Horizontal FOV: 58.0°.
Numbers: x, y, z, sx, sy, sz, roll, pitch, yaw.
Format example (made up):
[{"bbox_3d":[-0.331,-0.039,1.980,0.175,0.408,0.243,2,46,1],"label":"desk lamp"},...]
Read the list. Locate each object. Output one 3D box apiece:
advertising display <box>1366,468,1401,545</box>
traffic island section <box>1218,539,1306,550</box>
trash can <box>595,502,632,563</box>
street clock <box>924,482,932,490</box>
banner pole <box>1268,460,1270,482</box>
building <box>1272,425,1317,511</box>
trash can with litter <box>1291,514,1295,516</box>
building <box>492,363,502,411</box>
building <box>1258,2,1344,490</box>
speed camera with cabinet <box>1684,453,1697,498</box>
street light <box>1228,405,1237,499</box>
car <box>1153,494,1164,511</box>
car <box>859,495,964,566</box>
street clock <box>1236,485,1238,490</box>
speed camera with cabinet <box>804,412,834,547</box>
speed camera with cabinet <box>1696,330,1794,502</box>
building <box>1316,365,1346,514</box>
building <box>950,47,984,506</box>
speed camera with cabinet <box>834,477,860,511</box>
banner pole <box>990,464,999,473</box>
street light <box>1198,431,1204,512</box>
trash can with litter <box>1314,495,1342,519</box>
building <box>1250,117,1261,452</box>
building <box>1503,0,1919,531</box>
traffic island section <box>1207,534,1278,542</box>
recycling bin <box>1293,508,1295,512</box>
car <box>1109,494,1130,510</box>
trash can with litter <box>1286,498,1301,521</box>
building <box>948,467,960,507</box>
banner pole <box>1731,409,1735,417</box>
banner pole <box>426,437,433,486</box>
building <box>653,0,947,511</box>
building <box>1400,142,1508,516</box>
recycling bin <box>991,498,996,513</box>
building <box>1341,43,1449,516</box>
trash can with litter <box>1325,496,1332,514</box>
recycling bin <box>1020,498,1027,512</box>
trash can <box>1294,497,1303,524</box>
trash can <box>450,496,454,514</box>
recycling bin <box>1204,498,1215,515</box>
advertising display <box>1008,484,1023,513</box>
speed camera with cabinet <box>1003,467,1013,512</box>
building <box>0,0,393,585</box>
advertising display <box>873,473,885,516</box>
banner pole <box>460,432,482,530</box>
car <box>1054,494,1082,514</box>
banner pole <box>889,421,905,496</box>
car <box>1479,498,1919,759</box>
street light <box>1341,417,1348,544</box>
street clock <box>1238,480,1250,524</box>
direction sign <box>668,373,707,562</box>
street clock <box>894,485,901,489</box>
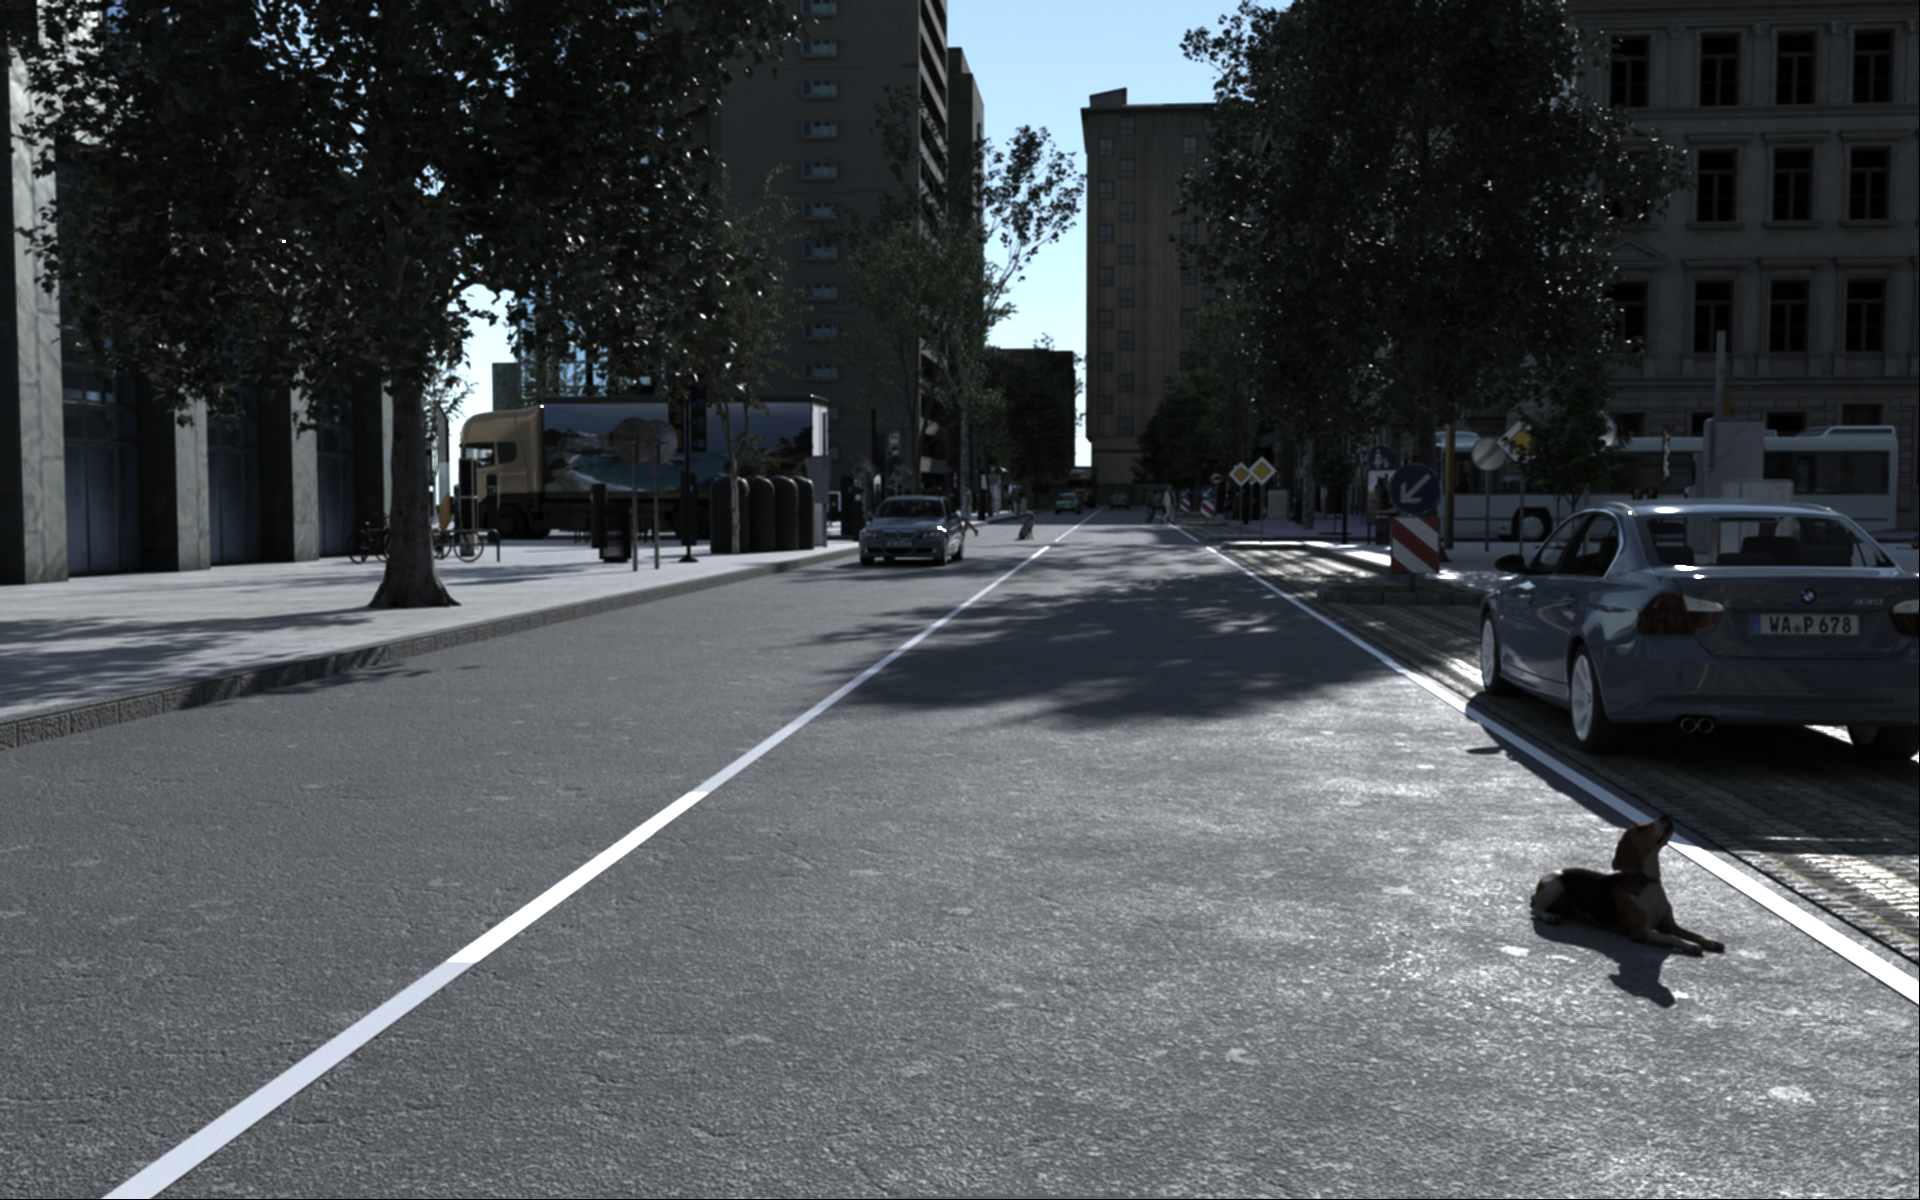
[{"bbox_3d":[10.658,-2.349,43.626,0.123,1.923,0.974,-3,5,-40],"label":"advertising display"},{"bbox_3d":[7.908,-1.412,45.369,2.009,0.180,2.903,0,4,5],"label":"traffic island section"},{"bbox_3d":[-6.494,-1.283,32.631,0.748,1.137,0.748,0,3,0],"label":"trash can"},{"bbox_3d":[-1.948,-6.115,104.553,0.471,2.002,0.358,-1,4,-9],"label":"street clock"},{"bbox_3d":[22.511,-8.320,126.050,0.401,3.779,0.863,1,4,15],"label":"banner pole"},{"bbox_3d":[41.224,-18.257,143.538,27.650,21.520,28.899,0,4,5],"label":"building"},{"bbox_3d":[19.271,-5.348,98.499,1.678,1.210,2.233,-1,4,-18],"label":"trash can with litter"},{"bbox_3d":[-34.932,-53.555,188.302,31.000,86.520,22.319,0,4,5],"label":"building"},{"bbox_3d":[40.675,-33.295,168.077,21.300,48.544,21.600,0,4,5],"label":"building"},{"bbox_3d":[15.942,-2.617,37.124,0.660,3.252,2.038,1,4,17],"label":"speed camera with cabinet"},{"bbox_3d":[14.224,-7.178,90.153,0.468,5.910,1.993,0,4,5],"label":"street light"},{"bbox_3d":[17.070,-8.387,145.925,1.959,1.807,4.718,0,4,6],"label":"car"},{"bbox_3d":[-0.950,-1.484,36.269,2.014,1.417,4.499,0,4,7],"label":"car"},{"bbox_3d":[16.880,-6.112,104.497,0.358,2.002,0.471,3,4,37],"label":"street clock"},{"bbox_3d":[-3.571,-2.953,42.614,0.660,3.252,2.038,-1,4,-9],"label":"speed camera with cabinet"},{"bbox_3d":[9.249,-1.591,20.342,0.660,3.252,2.038,1,4,12],"label":"speed camera with cabinet"},{"bbox_3d":[31.629,-17.666,118.509,12.332,23.373,15.834,0,4,5],"label":"building"},{"bbox_3d":[-8.736,-34.438,186.766,21.600,48.544,21.300,0,4,5],"label":"building"},{"bbox_3d":[-7.236,-6.939,107.787,2.038,3.252,0.660,1,4,18],"label":"speed camera with cabinet"},{"bbox_3d":[2.612,-8.446,128.114,0.863,3.779,0.401,1,4,21],"label":"banner pole"},{"bbox_3d":[17.639,-9.453,127.344,0.468,5.910,1.993,0,4,5],"label":"street light"},{"bbox_3d":[18.647,-4.758,88.855,2.233,1.210,1.678,1,4,19],"label":"trash can with litter"},{"bbox_3d":[38.898,-32.816,186.651,14.600,45.320,14.200,0,4,5],"label":"building"},{"bbox_3d":[31.564,-13.948,64.201,21.152,22.565,11.583,0,4,5],"label":"building"},{"bbox_3d":[8.654,-1.898,53.319,2.009,0.180,2.903,0,4,5],"label":"traffic island section"},{"bbox_3d":[24.465,-6.880,125.042,0.722,1.027,0.722,1,4,15],"label":"recycling bin"},{"bbox_3d":[14.866,-9.321,161.198,1.959,1.807,4.718,0,4,5],"label":"car"},{"bbox_3d":[16.000,-4.314,81.927,1.055,1.170,0.624,-2,4,-28],"label":"trash can with litter"},{"bbox_3d":[-10.596,-44.212,161.118,20.563,71.187,20.611,0,4,5],"label":"building"},{"bbox_3d":[22.537,-3.738,51.133,0.863,3.779,0.401,0,4,1],"label":"banner pole"},{"bbox_3d":[-20.629,-4.704,66.934,0.401,3.779,0.863,1,4,22],"label":"banner pole"},{"bbox_3d":[-12.676,-31.630,140.846,21.300,48.544,21.600,0,4,5],"label":"building"},{"bbox_3d":[26.651,-13.200,80.446,10.561,19.102,19.286,0,4,5],"label":"building"},{"bbox_3d":[1.976,-6.357,116.491,0.722,1.027,0.722,-1,4,-21],"label":"recycling bin"},{"bbox_3d":[29.870,-19.226,100.256,13.634,28.700,20.117,0,4,5],"label":"building"},{"bbox_3d":[23.248,-5.978,109.129,0.624,1.170,1.055,1,4,17],"label":"trash can with litter"},{"bbox_3d":[4.232,-6.653,121.337,0.722,1.027,0.722,-1,4,-22],"label":"recycling bin"},{"bbox_3d":[14.518,-3.775,73.374,0.748,1.137,0.748,0,3,0],"label":"trash can"},{"bbox_3d":[-31.486,-5.883,107.833,0.748,1.137,0.748,0,3,0],"label":"trash can"},{"bbox_3d":[15.689,-5.874,108.599,0.722,1.027,0.722,0,4,2],"label":"recycling bin"},{"bbox_3d":[4.243,-7.598,129.433,0.974,1.923,0.123,-2,4,-28],"label":"advertising display"},{"bbox_3d":[2.803,-8.000,125.129,2.038,3.252,0.660,1,4,9],"label":"speed camera with cabinet"},{"bbox_3d":[-28.466,-43.574,25.110,31.000,86.520,22.319,0,4,5],"label":"building"},{"bbox_3d":[-2.518,-2.968,53.742,0.123,1.923,0.974,-1,4,-17],"label":"advertising display"},{"bbox_3d":[-17.292,-4.366,61.394,0.863,3.779,0.401,-1,4,-12],"label":"banner pole"},{"bbox_3d":[7.735,-7.030,123.744,1.959,1.807,4.718,0,4,6],"label":"car"},{"bbox_3d":[-2.127,-4.249,59.484,0.863,3.779,0.401,-3,5,-40],"label":"banner pole"},{"bbox_3d":[4.427,0.080,10.699,2.014,1.417,4.499,0,4,6],"label":"car"},{"bbox_3d":[9.864,-4.372,44.268,0.468,5.910,1.993,0,4,5],"label":"street light"},{"bbox_3d":[12.067,-4.190,73.070,0.358,2.002,0.471,1,4,17],"label":"street clock"},{"bbox_3d":[-5.129,-2.486,32.646,0.876,3.537,0.379,2,4,30],"label":"direction sign"},{"bbox_3d":[-3.683,-5.961,102.032,0.358,2.002,0.471,2,4,32],"label":"street clock"}]
